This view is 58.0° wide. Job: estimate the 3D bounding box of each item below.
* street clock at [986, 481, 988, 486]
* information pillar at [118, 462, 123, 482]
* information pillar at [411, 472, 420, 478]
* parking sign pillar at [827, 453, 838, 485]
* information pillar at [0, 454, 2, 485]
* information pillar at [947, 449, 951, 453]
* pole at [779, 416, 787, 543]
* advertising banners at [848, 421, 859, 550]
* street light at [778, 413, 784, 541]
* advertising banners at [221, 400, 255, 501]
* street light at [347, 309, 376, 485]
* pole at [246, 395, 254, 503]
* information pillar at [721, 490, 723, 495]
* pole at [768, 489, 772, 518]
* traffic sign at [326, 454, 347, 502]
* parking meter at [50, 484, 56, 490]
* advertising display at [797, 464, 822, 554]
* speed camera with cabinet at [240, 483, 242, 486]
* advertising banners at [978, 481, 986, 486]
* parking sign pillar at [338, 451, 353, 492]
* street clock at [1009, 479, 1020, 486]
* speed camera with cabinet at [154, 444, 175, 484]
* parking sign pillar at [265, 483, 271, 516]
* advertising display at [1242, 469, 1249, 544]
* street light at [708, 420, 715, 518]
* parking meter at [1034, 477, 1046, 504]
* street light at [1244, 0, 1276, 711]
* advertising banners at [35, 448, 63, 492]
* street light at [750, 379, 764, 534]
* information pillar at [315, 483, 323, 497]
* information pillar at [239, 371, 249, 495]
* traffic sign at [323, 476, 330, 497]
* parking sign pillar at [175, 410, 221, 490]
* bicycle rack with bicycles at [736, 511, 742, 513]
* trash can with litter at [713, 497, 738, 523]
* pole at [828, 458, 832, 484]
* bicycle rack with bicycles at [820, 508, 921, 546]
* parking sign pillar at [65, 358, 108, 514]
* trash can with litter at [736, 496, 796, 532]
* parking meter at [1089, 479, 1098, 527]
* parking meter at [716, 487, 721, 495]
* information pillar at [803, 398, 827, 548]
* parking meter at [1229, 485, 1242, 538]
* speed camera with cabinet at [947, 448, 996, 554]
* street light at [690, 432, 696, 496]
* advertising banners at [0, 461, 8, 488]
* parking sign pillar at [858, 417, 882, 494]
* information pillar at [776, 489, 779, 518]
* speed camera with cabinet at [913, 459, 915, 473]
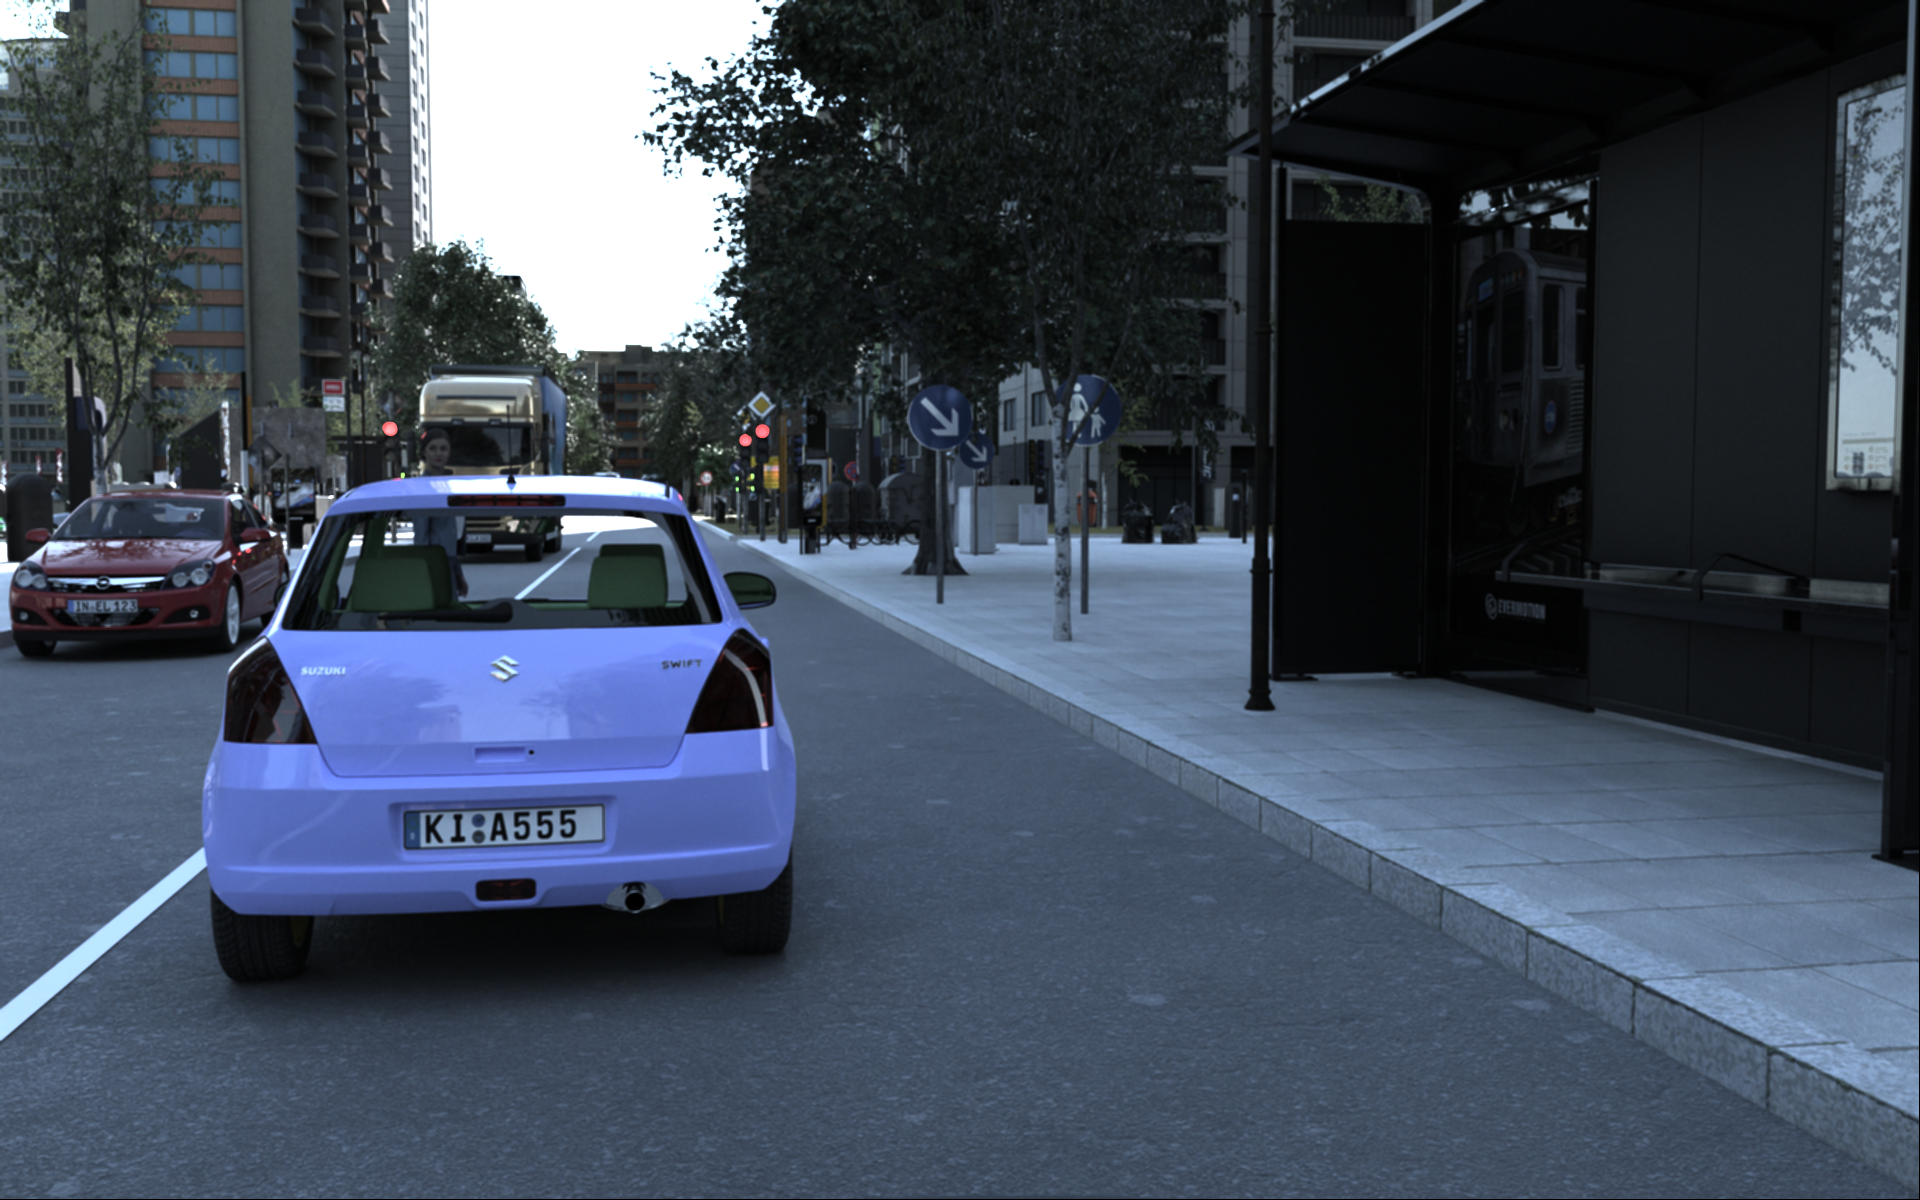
[{"bbox_3d":[1.393,-5.569,95.628,0.358,2.002,0.471,1,4,11],"label":"street clock"},{"bbox_3d":[-59.082,-7.987,121.948,0.504,3.616,0.183,2,4,32],"label":"information pillar"},{"bbox_3d":[-18.066,-3.260,57.801,0.304,2.012,0.304,2,4,35],"label":"information pillar"},{"bbox_3d":[-7.585,-6.898,101.257,1.447,3.967,1.447,1,4,20],"label":"parking sign pillar"},{"bbox_3d":[-56.903,-6.806,102.625,0.504,3.616,0.183,2,4,27],"label":"information pillar"},{"bbox_3d":[-0.469,-4.829,70.305,0.183,3.616,0.504,-3,4,-38],"label":"information pillar"},{"bbox_3d":[-4.596,-3.132,45.052,0.158,3.312,0.155,0,3,0],"label":"pole"},{"bbox_3d":[-2.481,-2.725,40.748,0.090,3.025,2.074,0,4,2],"label":"advertising banners"},{"bbox_3d":[-4.870,-4.532,46.889,0.468,5.910,1.993,-1,4,-10],"label":"street light"},{"bbox_3d":[-13.347,-2.191,32.008,0.090,3.025,2.074,-3,4,-36],"label":"advertising banners"},{"bbox_3d":[-14.976,-4.324,43.477,0.468,5.910,1.993,-1,4,-10],"label":"street light"},{"bbox_3d":[-14.701,-2.566,35.799,0.158,3.312,0.155,0,3,0],"label":"pole"},{"bbox_3d":[-17.662,-8.365,128.123,0.183,3.616,0.504,1,4,20],"label":"information pillar"},{"bbox_3d":[-10.343,-6.136,94.164,0.158,3.312,0.155,0,3,0],"label":"pole"},{"bbox_3d":[-20.037,-3.388,55.494,0.768,2.556,0.104,0,4,-5],"label":"traffic sign"},{"bbox_3d":[-50.905,-5.598,97.240,0.399,1.863,0.255,0,4,-5],"label":"parking meter"},{"bbox_3d":[-3.219,-1.955,37.179,0.123,1.923,0.974,1,4,21],"label":"advertising display"},{"bbox_3d":[-47.784,-7.338,114.315,2.038,3.252,0.660,0,4,-5],"label":"speed camera with cabinet"},{"bbox_3d":[1.670,-4.986,77.716,2.074,3.025,0.090,0,4,-4],"label":"advertising banners"},{"bbox_3d":[-35.094,-6.769,99.140,1.447,3.967,1.447,3,5,40],"label":"parking sign pillar"},{"bbox_3d":[2.531,-4.659,80.743,0.471,2.002,0.358,-1,4,-11],"label":"street clock"},{"bbox_3d":[-31.639,-4.596,69.475,0.660,3.252,2.038,0,4,-4],"label":"speed camera with cabinet"},{"bbox_3d":[-41.387,-6.982,102.634,1.447,3.967,1.447,3,4,37],"label":"parking sign pillar"},{"bbox_3d":[7.449,-2.449,45.256,0.123,1.923,0.974,1,4,12],"label":"advertising display"},{"bbox_3d":[-13.255,-7.330,92.627,0.468,5.910,1.993,-1,4,-10],"label":"street light"},{"bbox_3d":[2.703,-3.232,58.555,0.399,1.863,0.255,0,4,-4],"label":"parking meter"},{"bbox_3d":[1.787,-2.285,10.151,0.468,5.910,1.993,-1,4,-10],"label":"street light"},{"bbox_3d":[-34.160,-4.207,64.969,0.090,3.025,2.074,0,4,1],"label":"advertising banners"},{"bbox_3d":[-6.512,-5.081,55.855,0.468,5.910,1.993,-1,4,-10],"label":"street light"},{"bbox_3d":[-25.029,-3.859,67.594,0.304,2.012,0.304,1,4,18],"label":"information pillar"},{"bbox_3d":[-13.736,-2.563,33.257,0.183,3.616,0.504,-2,4,-28],"label":"information pillar"},{"bbox_3d":[-21.433,-3.567,58.420,0.768,2.556,0.104,0,4,-3],"label":"traffic sign"},{"bbox_3d":[-24.207,-4.070,55.024,1.447,3.967,1.447,3,5,41],"label":"parking sign pillar"},{"bbox_3d":[-13.654,-6.278,116.029,2.852,0.926,2.925,1,4,13],"label":"bicycle rack with bicycles"},{"bbox_3d":[-10.362,-3.981,76.471,1.055,1.170,0.624,0,4,6],"label":"trash can with litter"},{"bbox_3d":[-7.330,-6.350,97.671,0.158,3.312,0.155,0,3,0],"label":"pole"},{"bbox_3d":[-2.317,-1.878,44.084,2.925,0.926,2.852,0,4,-2],"label":"bicycle rack with bicycles"},{"bbox_3d":[-17.589,-2.842,34.935,1.447,3.967,1.447,-1,4,-12],"label":"parking sign pillar"},{"bbox_3d":[-6.762,-2.992,59.972,2.233,1.210,1.678,-1,4,-17],"label":"trash can with litter"},{"bbox_3d":[5.117,-3.757,67.136,0.399,1.863,0.255,2,4,29],"label":"parking meter"},{"bbox_3d":[-14.795,-6.136,106.039,0.255,1.863,0.399,-1,4,-16],"label":"parking meter"},{"bbox_3d":[-3.443,-3.062,41.421,0.504,3.616,0.183,0,4,-2],"label":"information pillar"},{"bbox_3d":[8.017,-2.566,50.371,0.372,1.533,0.369,0,3,0],"label":"parking meter"},{"bbox_3d":[0.228,-2.658,37.798,0.660,3.252,2.038,-1,4,-16],"label":"speed camera with cabinet"},{"bbox_3d":[-19.737,-9.515,128.351,0.468,5.910,1.993,-1,4,-10],"label":"street light"},{"bbox_3d":[-50.114,-5.724,89.779,2.074,3.025,0.090,1,4,16],"label":"advertising banners"},{"bbox_3d":[-3.081,-4.298,58.746,1.447,3.967,1.447,-1,4,-22],"label":"parking sign pillar"},{"bbox_3d":[-9.683,-5.418,93.069,0.304,2.012,0.304,3,5,41],"label":"information pillar"},{"bbox_3d":[-2.682,-6.277,96.957,0.660,3.252,2.038,1,4,23],"label":"speed camera with cabinet"}]
